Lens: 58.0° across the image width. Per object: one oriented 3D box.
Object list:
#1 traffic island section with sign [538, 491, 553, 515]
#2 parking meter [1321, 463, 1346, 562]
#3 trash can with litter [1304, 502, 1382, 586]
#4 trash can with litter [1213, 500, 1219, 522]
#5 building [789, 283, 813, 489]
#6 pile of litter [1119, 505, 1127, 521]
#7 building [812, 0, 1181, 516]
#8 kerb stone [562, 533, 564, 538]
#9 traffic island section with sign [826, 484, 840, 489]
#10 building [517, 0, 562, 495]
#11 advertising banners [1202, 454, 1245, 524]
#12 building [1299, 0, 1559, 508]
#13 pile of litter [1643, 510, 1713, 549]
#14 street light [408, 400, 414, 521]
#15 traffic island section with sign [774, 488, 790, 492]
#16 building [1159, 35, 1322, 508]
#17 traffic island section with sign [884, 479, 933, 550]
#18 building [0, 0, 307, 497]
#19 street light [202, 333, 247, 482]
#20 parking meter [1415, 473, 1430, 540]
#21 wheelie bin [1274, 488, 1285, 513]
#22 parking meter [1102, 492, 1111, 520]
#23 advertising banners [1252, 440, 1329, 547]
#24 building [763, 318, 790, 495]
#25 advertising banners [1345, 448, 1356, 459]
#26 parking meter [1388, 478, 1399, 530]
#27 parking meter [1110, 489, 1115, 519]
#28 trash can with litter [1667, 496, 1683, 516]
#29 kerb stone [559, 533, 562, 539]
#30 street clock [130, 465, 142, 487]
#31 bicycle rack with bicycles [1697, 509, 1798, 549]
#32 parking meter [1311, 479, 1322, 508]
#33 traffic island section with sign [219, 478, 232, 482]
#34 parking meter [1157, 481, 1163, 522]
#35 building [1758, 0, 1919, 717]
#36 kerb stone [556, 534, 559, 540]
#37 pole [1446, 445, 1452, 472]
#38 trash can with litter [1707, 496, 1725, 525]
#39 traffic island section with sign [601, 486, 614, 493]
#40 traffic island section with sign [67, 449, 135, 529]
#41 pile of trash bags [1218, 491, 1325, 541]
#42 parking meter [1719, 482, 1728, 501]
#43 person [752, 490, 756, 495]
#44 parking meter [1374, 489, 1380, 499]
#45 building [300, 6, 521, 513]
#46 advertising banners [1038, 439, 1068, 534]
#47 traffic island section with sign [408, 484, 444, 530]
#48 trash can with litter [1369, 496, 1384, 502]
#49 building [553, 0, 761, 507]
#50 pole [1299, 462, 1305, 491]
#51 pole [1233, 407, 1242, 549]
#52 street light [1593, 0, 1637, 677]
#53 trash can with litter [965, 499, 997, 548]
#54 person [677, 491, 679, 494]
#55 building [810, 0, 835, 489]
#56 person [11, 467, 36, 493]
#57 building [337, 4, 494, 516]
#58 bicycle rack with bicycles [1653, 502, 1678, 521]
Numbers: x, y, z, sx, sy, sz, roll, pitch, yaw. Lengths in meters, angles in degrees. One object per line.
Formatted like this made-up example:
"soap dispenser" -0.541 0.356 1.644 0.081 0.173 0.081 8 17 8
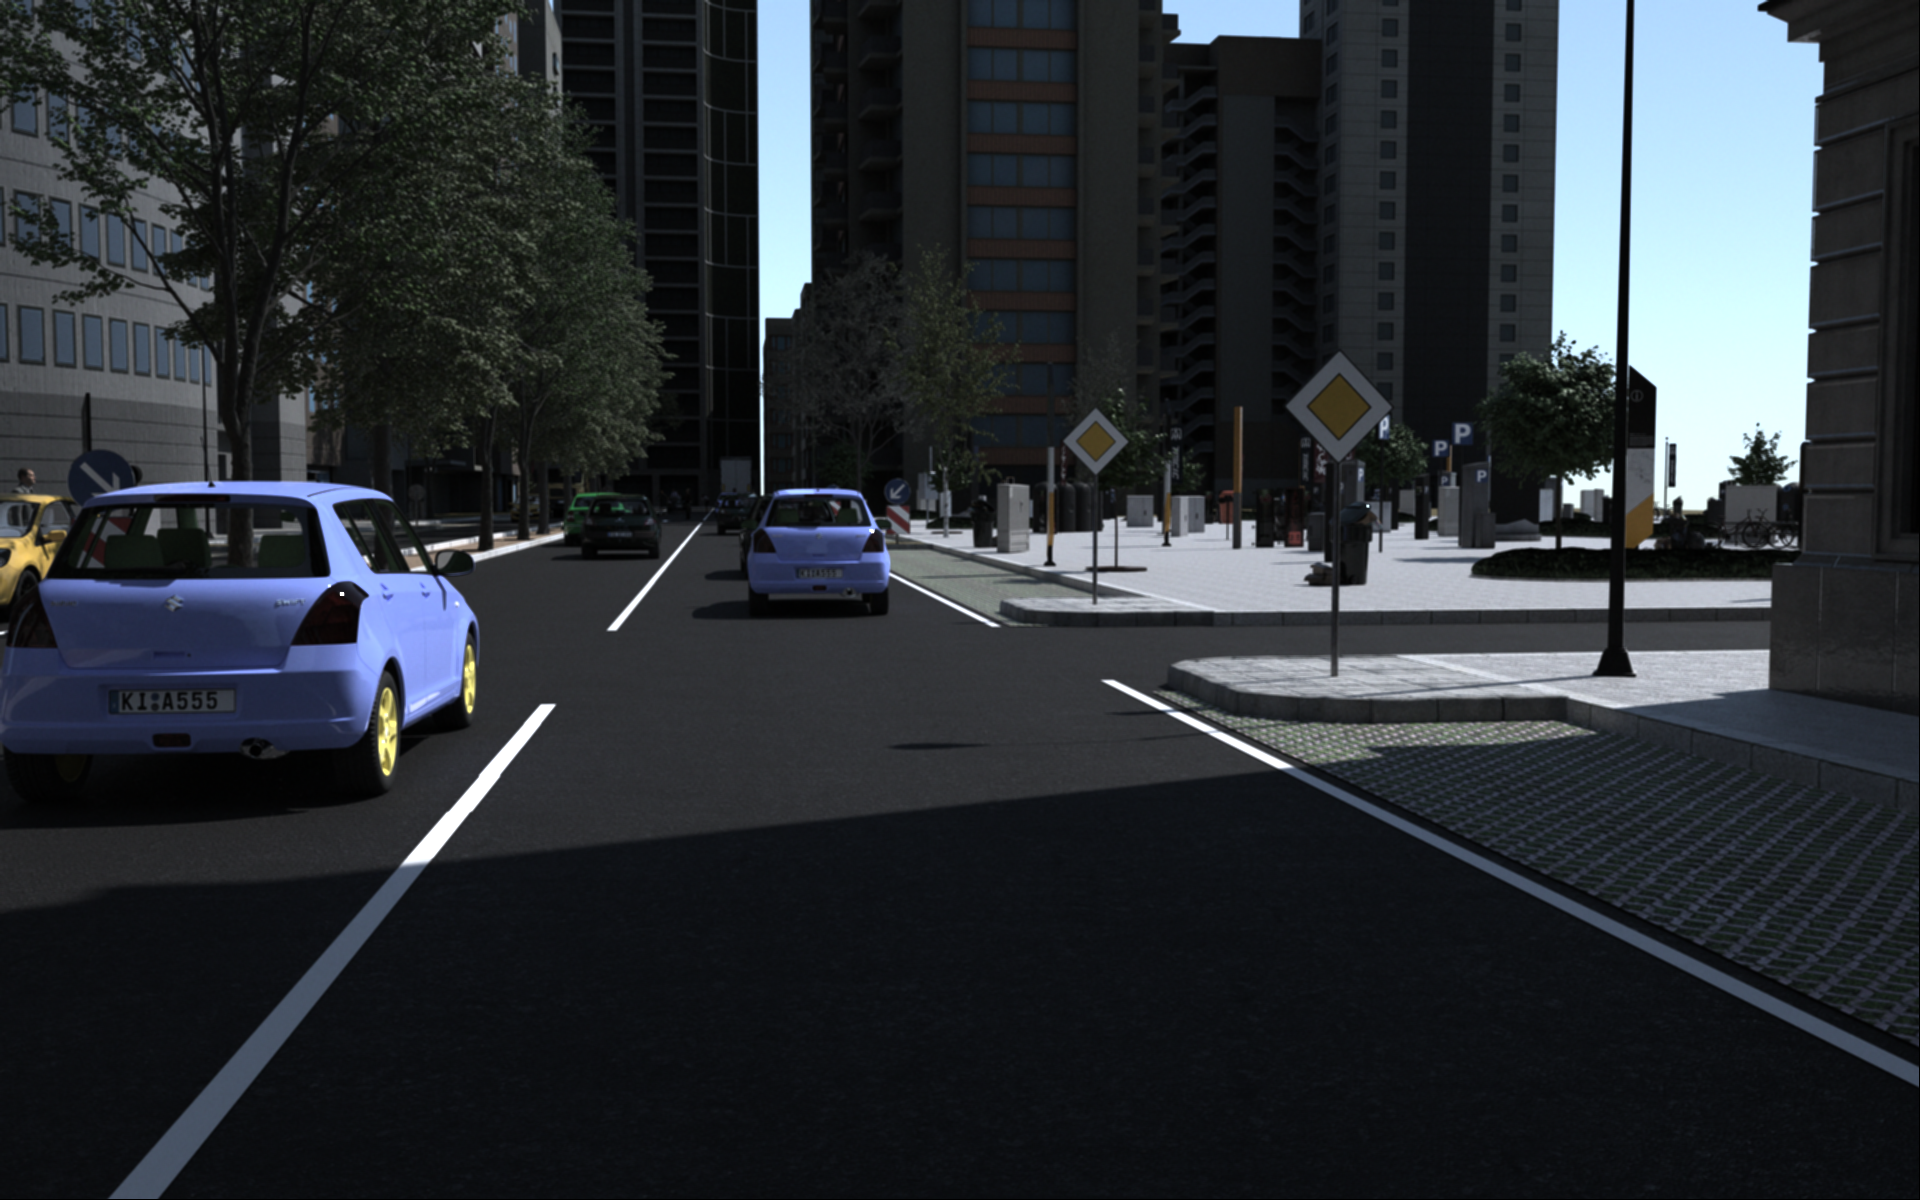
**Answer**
"traffic island section with sign" -28.576 -6.735 118.742 1.989 1.847 2.006 0 4 -8
"parking meter" 7.073 -1.648 32.660 0.255 1.863 0.399 3 4 38
"trash can with litter" 5.390 -0.796 24.402 1.055 1.170 0.624 -3 4 -37
"trash can with litter" 11.602 -4.096 78.362 1.055 1.170 0.624 3 5 43
"building" -0.910 -19.139 157.964 27.650 21.520 28.899 0 4 -8
"pile of litter" 8.389 -4.245 83.365 1.176 0.858 1.719 -1 4 -20
"building" 1.746 -28.065 113.491 22.147 44.769 28.867 0 4 -8
"kerb stone" -12.828 -2.034 55.445 0.120 0.150 1.000 0 4 -8
"traffic island section with sign" -5.411 -3.864 71.809 1.989 1.847 2.006 0 4 -8
"building" -47.054 -32.477 154.698 21.600 48.544 21.300 0 4 -8
"advertising banners" 11.383 -4.809 74.816 2.074 3.025 0.090 -1 4 -20
"building" 43.020 -44.562 166.843 20.611 71.187 20.563 0 4 -8
"pile of litter" 16.486 -1.577 39.755 1.719 0.858 1.176 3 5 44
"street light" -25.416 -6.677 81.704 1.470 5.913 1.316 0 4 -8
"traffic island section with sign" -15.726 -8.532 148.121 1.989 1.847 2.006 0 4 -8
"building" 25.445 -31.658 167.721 14.200 45.320 14.600 0 4 -8
"traffic island section with sign" -1.805 -2.230 45.096 1.989 1.847 2.006 0 4 -8
"building" -34.215 -31.144 51.206 21.231 58.520 28.212 0 4 -8
"street light" -21.125 -4.724 49.773 1.470 5.913 1.316 0 4 -8
"parking meter" 13.063 -2.646 48.968 0.399 1.863 0.255 -3 5 -43
"wheelie bin" 16.746 -5.053 90.519 0.693 1.594 0.980 -2 4 -35
"parking meter" 7.347 -4.961 86.817 0.399 1.863 0.255 -2 4 -27
"advertising banners" 8.053 -2.791 41.817 2.074 3.025 0.090 -1 4 -13
"building" -7.084 -21.272 192.837 28.899 21.520 27.650 0 4 -8
"advertising banners" 13.286 -4.068 62.694 2.074 3.025 0.090 0 4 5
"parking meter" 15.601 -3.464 62.350 0.255 1.863 0.399 -1 4 -11
"parking meter" 7.908 -4.971 89.693 0.372 1.533 0.369 0 3 0
"trash can with litter" 41.709 -5.497 101.266 1.055 1.170 0.624 1 4 20
"kerb stone" -12.691 -1.972 54.431 0.120 0.150 1.000 0 4 -8
"street clock" -20.793 -2.380 43.489 0.471 2.002 0.358 0 4 -2
"bicycle rack with bicycles" 19.373 -1.704 41.241 2.925 0.926 2.852 3 4 37
"parking meter" 11.530 -3.066 55.834 0.255 1.863 0.399 -3 5 -44
"traffic island section with sign" -18.374 -2.118 43.261 1.989 1.847 2.006 0 4 -8
"parking meter" 9.344 -4.563 80.315 0.255 1.863 0.399 2 4 29
"building" 11.211 -8.432 2.494 10.561 19.102 19.286 0 4 -8
"kerb stone" -12.547 -1.910 53.419 0.120 0.150 1.000 0 4 -8
"pole" 20.305 -4.778 71.966 0.158 3.312 0.155 0 3 0
"trash can with litter" 23.770 -2.716 55.458 2.233 1.210 1.678 1 4 17
"traffic island section with sign" -18.942 -5.180 92.830 2.006 1.907 1.989 0 4 -8
"traffic island section with sign" -8.865 -0.626 18.368 2.006 1.907 1.989 0 4 -8
"pile of trash bags" 8.861 -2.340 48.016 3.447 1.369 1.912 1 4 16
"parking meter" 38.062 -4.932 86.351 0.399 1.863 0.255 2 4 33
"person" -20.447 -9.917 170.724 1.350 1.814 0.705 -2 4 -35
"parking meter" 21.000 -4.813 87.101 0.372 1.533 0.369 0 3 0
"building" -39.611 -29.040 124.914 14.600 45.320 14.200 0 4 -8
"advertising banners" 2.986 -3.630 55.541 0.090 3.025 2.074 -1 4 -23
"traffic island section with sign" -21.978 -3.752 69.976 1.989 1.847 2.006 0 4 -8
"trash can with litter" 13.870 -2.961 59.466 2.233 1.210 1.678 0 4 -4
"building" -31.761 -45.629 184.286 20.611 71.187 20.563 0 4 -8
"pole" 13.018 -4.408 65.915 0.158 3.312 0.155 0 3 0
"pole" 6.482 -2.850 40.444 0.158 3.312 0.155 0 3 0
"street light" 4.115 -2.417 12.058 1.470 5.913 1.316 0 4 -8
"trash can with litter" 0.682 -1.853 41.683 0.624 1.170 1.055 3 5 44
"person" -26.227 -9.266 160.722 1.217 1.743 0.721 -2 4 -25
"building" -4.643 -27.607 134.970 14.154 41.232 14.086 0 4 -8
"person" -13.227 -0.979 24.612 0.767 1.812 0.694 -1 4 -11
"building" -43.570 -31.411 102.816 28.713 52.752 27.495 0 4 -8
"bicycle rack with bicycles" 33.060 -4.287 83.479 2.925 0.926 2.852 1 4 13
